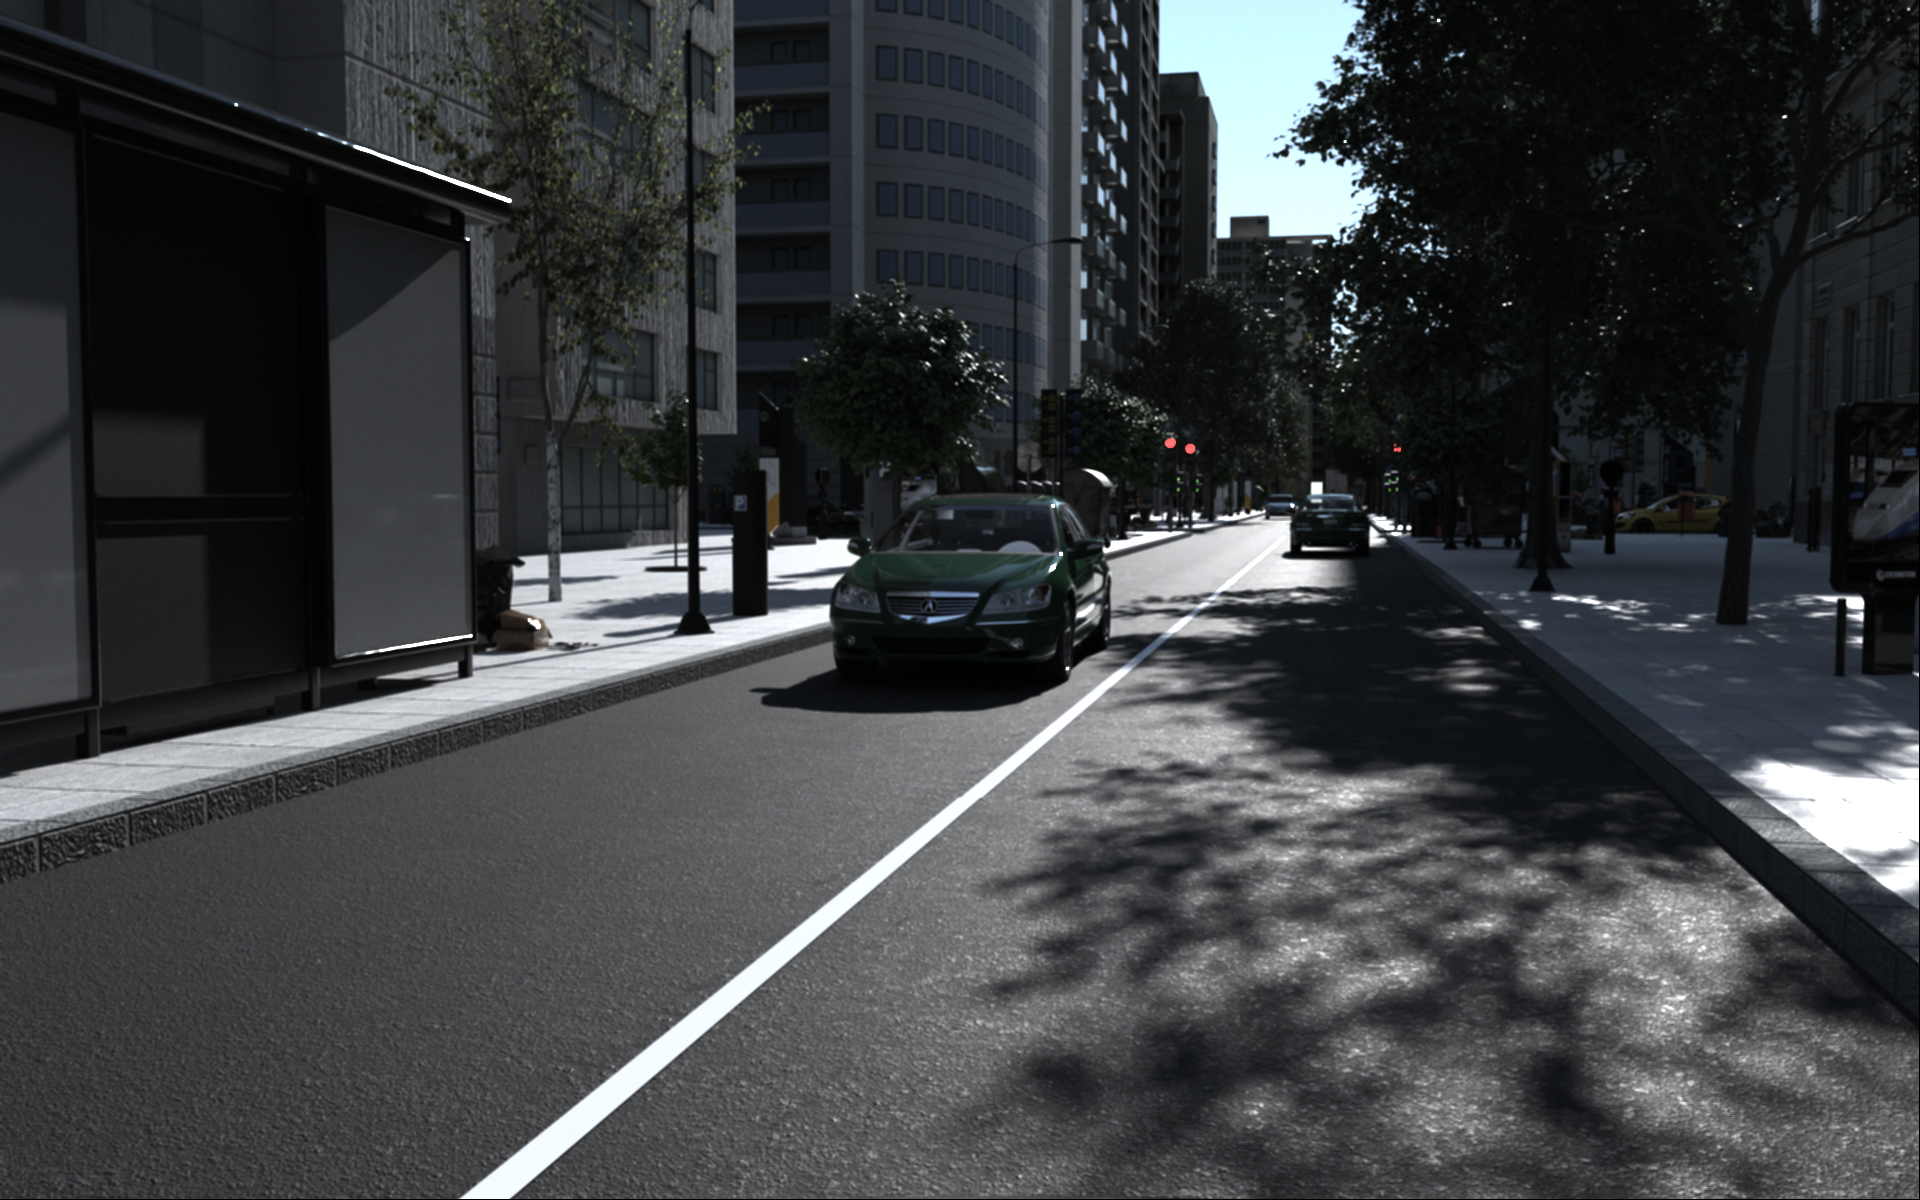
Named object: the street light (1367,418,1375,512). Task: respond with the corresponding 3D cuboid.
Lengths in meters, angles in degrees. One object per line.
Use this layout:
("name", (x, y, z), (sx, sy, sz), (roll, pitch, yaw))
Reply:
("street light", (17.930, -6.130, 72.759), (1.470, 5.913, 1.316), (1, 4, 12))

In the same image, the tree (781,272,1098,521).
("tree", (-0.906, -2.564, 25.638), (4.285, 4.588, 4.351), (0, 3, 0))

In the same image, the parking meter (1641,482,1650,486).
("parking meter", (33.872, -4.884, 85.570), (0.399, 1.863, 0.255), (3, 5, 40))

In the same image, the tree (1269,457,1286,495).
("tree", (36.878, -15.369, 201.642), (4.360, 8.622, 3.978), (0, 3, 0))

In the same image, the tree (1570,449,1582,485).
("tree", (34.159, -7.118, 100.101), (4.285, 4.588, 4.351), (0, 3, 0))

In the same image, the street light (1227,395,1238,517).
("street light", (12.351, -6.647, 81.223), (1.470, 5.913, 1.316), (1, 4, 12))

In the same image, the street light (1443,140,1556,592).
("street light", (7.162, -3.075, 22.824), (1.470, 5.913, 1.316), (1, 4, 12))

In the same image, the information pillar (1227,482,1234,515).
("information pillar", (16.549, -6.204, 105.925), (0.304, 2.012, 0.304), (2, 4, 24))

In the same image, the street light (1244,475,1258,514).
("street light", (15.752, -7.619, 97.110), (1.470, 5.913, 1.316), (1, 4, 12))

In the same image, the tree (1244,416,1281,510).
("tree", (23.685, -11.506, 138.492), (4.737, 8.622, 4.395), (0, 3, 0))

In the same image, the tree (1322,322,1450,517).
("tree", (24.365, -10.606, 99.166), (9.928, 11.665, 9.643), (0, 3, 0))

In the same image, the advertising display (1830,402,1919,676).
("advertising display", (6.617, -0.433, 12.299), (0.974, 1.923, 0.123), (-1, 4, -18))

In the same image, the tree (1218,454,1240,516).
("tree", (14.702, -7.170, 100.945), (4.285, 4.588, 4.351), (0, 3, 0))

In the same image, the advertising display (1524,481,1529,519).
("advertising display", (28.971, -5.032, 87.489), (0.974, 1.923, 0.123), (-1, 4, -13))

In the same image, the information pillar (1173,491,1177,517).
("information pillar", (12.157, -5.745, 98.416), (0.304, 2.012, 0.304), (-1, 4, -18))

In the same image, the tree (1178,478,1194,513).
("tree", (15.491, -7.617, 119.134), (1.663, 3.219, 1.824), (0, 3, 0))

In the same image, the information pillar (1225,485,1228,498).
("information pillar", (17.012, -7.253, 109.940), (0.504, 3.616, 0.183), (3, 4, 38))

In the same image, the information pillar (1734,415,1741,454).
("information pillar", (21.130, -3.397, 46.901), (0.504, 3.616, 0.183), (-2, 4, -31))

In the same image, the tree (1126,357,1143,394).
("tree", (12.726, -10.535, 89.249), (9.611, 12.733, 9.660), (0, 3, 0))

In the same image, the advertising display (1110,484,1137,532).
("advertising display", (5.410, -3.220, 57.859), (0.974, 1.923, 0.123), (0, 4, -1))

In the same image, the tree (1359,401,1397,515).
("tree", (26.664, -9.620, 107.644), (4.360, 8.622, 3.978), (0, 3, 0))

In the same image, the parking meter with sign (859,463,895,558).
("parking meter with sign", (-1.382, -2.083, 30.312), (0.543, 3.016, 1.738), (-1, 4, -19))

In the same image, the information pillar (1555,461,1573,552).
("information pillar", (13.317, -2.062, 38.206), (0.304, 2.012, 0.304), (1, 4, 13))

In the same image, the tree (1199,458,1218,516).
("tree", (5.104, -4.304, 54.084), (4.285, 4.588, 4.351), (0, 3, 0))

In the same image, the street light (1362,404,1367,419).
("street light", (21.444, -7.100, 88.620), (1.470, 5.913, 1.316), (1, 4, 12))

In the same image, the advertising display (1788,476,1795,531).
("advertising display", (29.341, -3.419, 61.115), (0.123, 1.923, 0.974), (1, 4, 21))

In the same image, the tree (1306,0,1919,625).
("tree", (7.506, -5.016, 16.421), (8.767, 10.594, 7.601), (1, 4, 13))

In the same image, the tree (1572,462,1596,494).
("tree", (37.445, -6.739, 104.776), (1.663, 3.219, 1.824), (0, 3, 0))

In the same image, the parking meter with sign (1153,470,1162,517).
("parking meter with sign", (11.356, -6.310, 99.423), (0.543, 3.016, 1.738), (1, 4, 10))

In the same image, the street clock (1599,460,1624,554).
("street clock", (13.923, -1.987, 37.054), (0.471, 2.002, 0.358), (2, 4, 30))

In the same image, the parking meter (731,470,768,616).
("parking meter", (-2.225, -0.608, 18.349), (0.372, 1.533, 0.369), (0, 3, 0))

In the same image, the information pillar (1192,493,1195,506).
("information pillar", (17.284, -8.436, 129.290), (0.504, 3.616, 0.183), (1, 4, 14))

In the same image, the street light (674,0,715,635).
("street light", (-1.923, -2.638, 15.670), (1.470, 5.913, 1.316), (1, 4, 12))

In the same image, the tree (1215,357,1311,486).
("tree", (27.082, -15.358, 157.751), (9.857, 13.997, 8.962), (0, 3, 0))

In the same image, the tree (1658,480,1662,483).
("tree", (43.566, -6.759, 105.114), (1.663, 3.219, 1.824), (0, 3, 0))

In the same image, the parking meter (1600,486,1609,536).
("parking meter", (19.952, -2.754, 53.442), (0.372, 1.533, 0.369), (0, 3, 0))

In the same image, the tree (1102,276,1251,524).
("tree", (9.270, -8.560, 74.364), (7.601, 10.594, 8.767), (3, 5, 42))

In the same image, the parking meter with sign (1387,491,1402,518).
("parking meter with sign", (23.733, -5.941, 93.397), (1.738, 3.016, 0.543), (-3, 5, -41))

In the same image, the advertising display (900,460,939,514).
("advertising display", (-0.882, -1.675, 32.600), (0.974, 1.923, 0.123), (-1, 4, -12))

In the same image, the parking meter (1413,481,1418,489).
("parking meter", (19.058, -4.063, 72.139), (0.399, 1.863, 0.255), (-3, 5, -41))

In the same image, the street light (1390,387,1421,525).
("street light", (10.792, -4.120, 39.899), (1.470, 5.913, 1.316), (1, 4, 12))

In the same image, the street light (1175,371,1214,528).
("street light", (8.855, -5.676, 65.337), (1.470, 5.913, 1.316), (1, 4, 12))

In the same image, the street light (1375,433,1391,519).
("street light", (14.280, -5.098, 55.900), (1.470, 5.913, 1.316), (1, 4, 12))

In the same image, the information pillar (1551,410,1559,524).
("information pillar", (14.684, -3.169, 43.160), (0.504, 3.616, 0.183), (-2, 4, -26))

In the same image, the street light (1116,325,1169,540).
("street light", (5.058, -4.611, 47.924), (1.470, 5.913, 1.316), (1, 4, 12))

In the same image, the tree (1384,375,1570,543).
("tree", (12.815, -3.801, 45.867), (4.285, 4.588, 4.351), (0, 3, 0))

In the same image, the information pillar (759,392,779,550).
("information pillar", (-4.393, -2.961, 39.763), (0.504, 3.616, 0.183), (2, 4, 24))

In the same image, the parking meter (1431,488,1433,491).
("parking meter", (19.211, -3.831, 71.055), (0.372, 1.533, 0.369), (0, 3, 0))

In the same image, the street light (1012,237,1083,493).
("street light", (1.535, -3.609, 31.543), (1.470, 5.913, 1.316), (1, 4, 12))

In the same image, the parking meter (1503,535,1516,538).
("parking meter", (15.897, -2.717, 50.130), (0.399, 1.863, 0.255), (1, 4, 12))

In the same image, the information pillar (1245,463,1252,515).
("information pillar", (17.851, -7.087, 107.231), (0.504, 3.616, 0.183), (-3, 5, -41))

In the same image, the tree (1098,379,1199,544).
("tree", (3.294, -3.759, 45.175), (4.285, 4.588, 4.351), (0, 3, 0))

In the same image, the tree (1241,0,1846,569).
("tree", (9.994, -6.887, 29.608), (9.611, 12.733, 9.660), (0, 3, 0))
